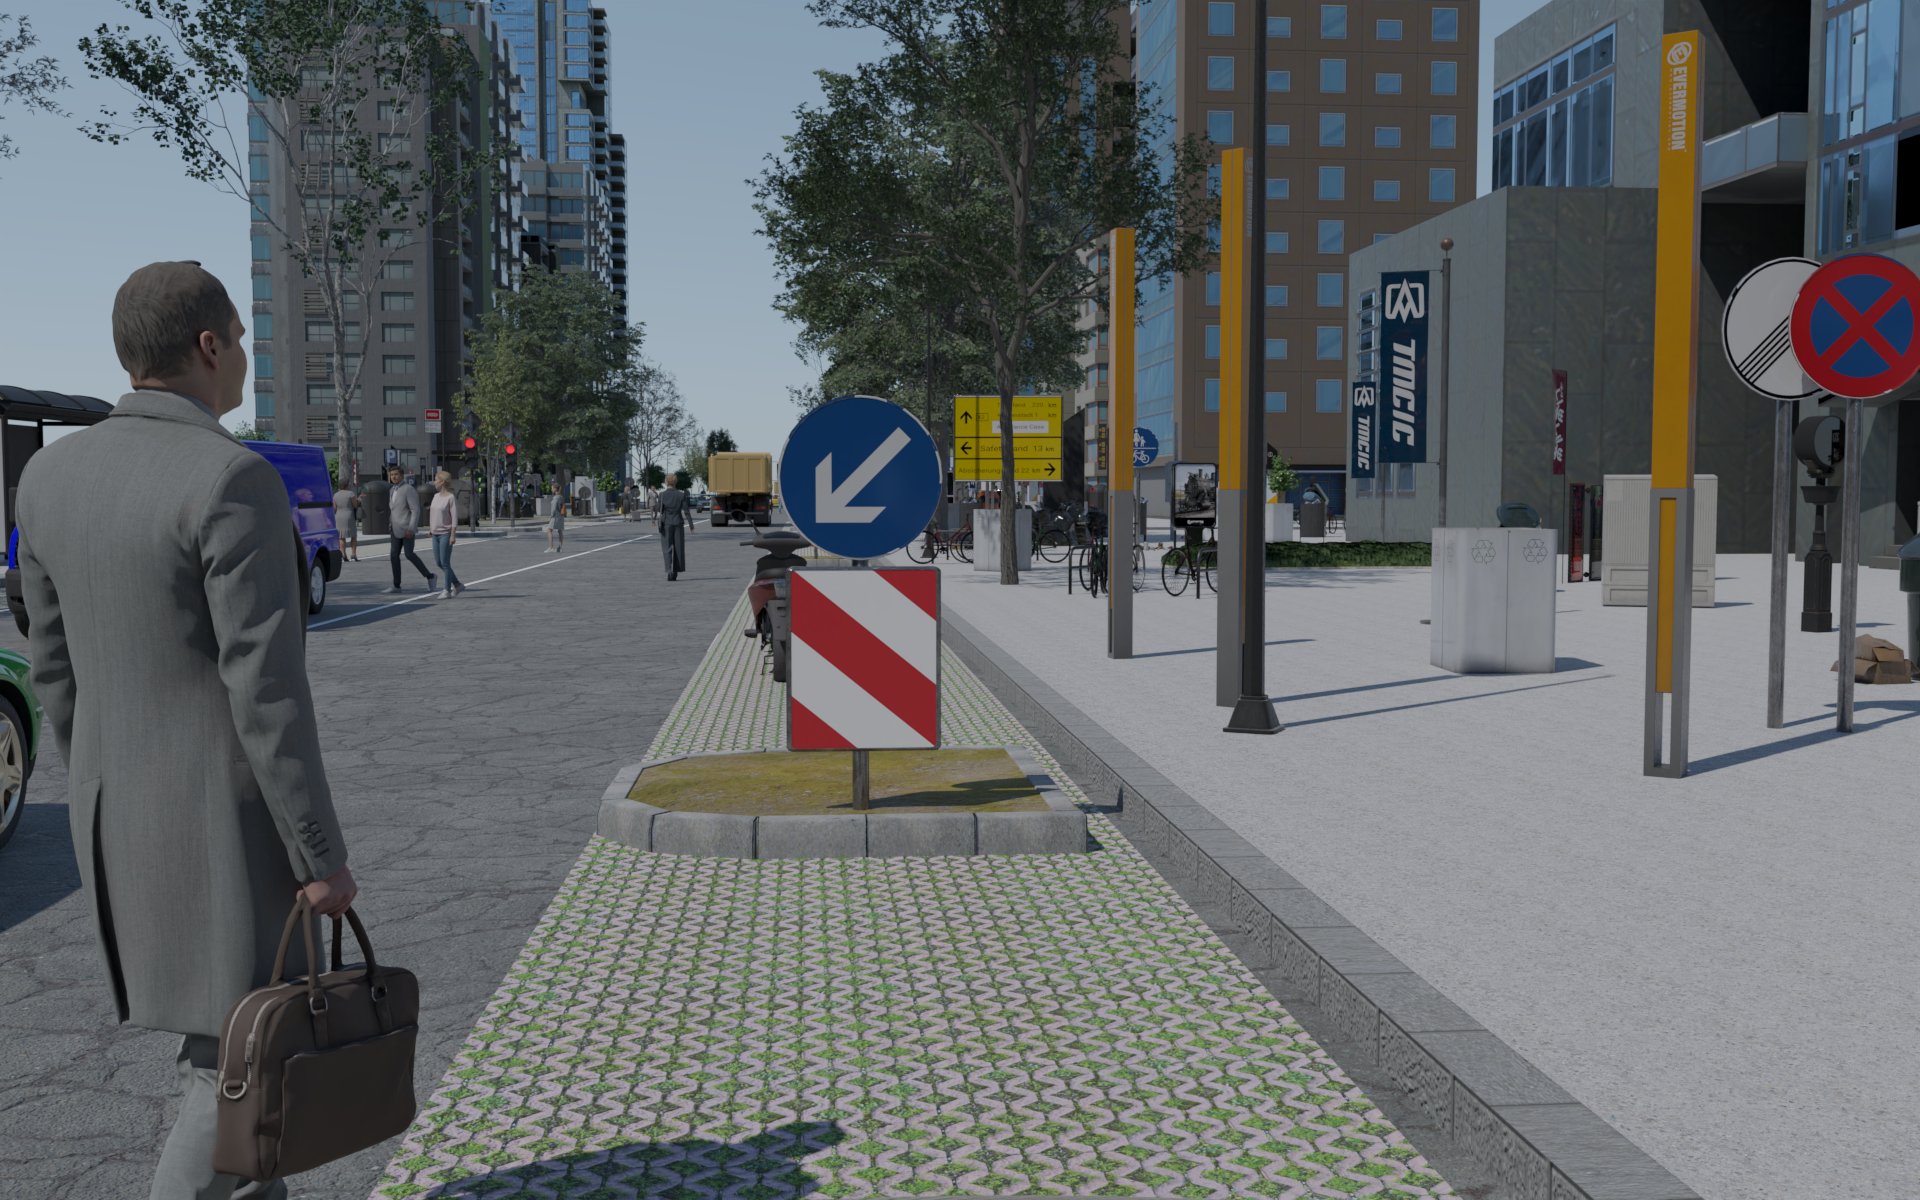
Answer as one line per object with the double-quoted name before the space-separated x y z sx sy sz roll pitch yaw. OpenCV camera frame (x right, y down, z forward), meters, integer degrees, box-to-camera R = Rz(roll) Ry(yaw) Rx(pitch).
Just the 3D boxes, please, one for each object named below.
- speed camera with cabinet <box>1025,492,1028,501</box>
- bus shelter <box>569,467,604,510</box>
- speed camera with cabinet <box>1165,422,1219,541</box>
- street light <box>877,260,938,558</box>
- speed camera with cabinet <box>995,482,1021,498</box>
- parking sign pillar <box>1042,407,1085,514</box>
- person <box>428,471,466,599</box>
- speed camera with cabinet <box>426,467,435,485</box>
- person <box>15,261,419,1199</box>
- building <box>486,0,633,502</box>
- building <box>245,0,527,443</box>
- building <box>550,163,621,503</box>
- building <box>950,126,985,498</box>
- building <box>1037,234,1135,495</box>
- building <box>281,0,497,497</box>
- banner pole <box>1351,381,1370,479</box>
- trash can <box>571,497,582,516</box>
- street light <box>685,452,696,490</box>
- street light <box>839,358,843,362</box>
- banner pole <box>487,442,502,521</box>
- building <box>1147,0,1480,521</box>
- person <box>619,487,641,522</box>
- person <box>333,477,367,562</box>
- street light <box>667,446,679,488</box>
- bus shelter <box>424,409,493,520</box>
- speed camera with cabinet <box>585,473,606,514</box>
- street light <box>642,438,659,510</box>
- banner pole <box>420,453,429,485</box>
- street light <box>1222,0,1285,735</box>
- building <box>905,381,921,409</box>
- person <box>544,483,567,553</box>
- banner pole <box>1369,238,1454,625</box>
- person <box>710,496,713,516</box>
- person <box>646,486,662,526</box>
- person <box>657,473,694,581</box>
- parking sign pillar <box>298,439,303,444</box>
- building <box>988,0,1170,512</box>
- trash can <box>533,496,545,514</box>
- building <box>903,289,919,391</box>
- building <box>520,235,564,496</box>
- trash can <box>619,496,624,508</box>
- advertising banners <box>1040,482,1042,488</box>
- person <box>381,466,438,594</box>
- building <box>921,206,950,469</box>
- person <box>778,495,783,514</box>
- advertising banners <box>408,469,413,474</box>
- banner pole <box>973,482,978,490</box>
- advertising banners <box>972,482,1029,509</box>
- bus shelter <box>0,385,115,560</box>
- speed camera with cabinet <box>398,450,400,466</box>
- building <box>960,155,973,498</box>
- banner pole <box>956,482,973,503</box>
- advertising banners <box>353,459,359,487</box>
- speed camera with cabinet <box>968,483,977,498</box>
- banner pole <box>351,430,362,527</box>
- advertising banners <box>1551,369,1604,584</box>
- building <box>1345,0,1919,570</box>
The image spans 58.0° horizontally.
"speed camera with cabinet" 4.438 -8.912 140.046 2.038 3.252 0.660 -1 4 -15
"bus shelter" -28.908 -8.592 134.409 2.014 3.302 5.546 0 4 -5
"speed camera with cabinet" 6.555 -3.252 47.504 0.660 3.252 2.038 -3 5 -39
"street light" -1.161 -3.793 34.564 1.470 5.913 1.316 0 4 -5
"speed camera with cabinet" 3.792 -8.669 136.077 2.038 3.252 0.660 2 4 27
"parking sign pillar" 3.227 -4.010 54.037 1.447 3.967 1.447 0 4 0
"person" -7.032 -0.891 23.735 0.731 1.740 0.598 2 4 30
"speed camera with cabinet" -38.654 -8.074 126.339 0.660 3.252 2.038 -1 4 -19
"person" -1.236 0.348 2.908 0.694 1.812 0.767 2 4 28
"building" -64.127 -59.140 279.604 22.319 86.520 31.000 0 4 -5
"building" -54.298 -33.510 167.493 23.786 49.044 30.456 0 4 -5
"building" -62.211 -38.564 250.125 23.786 49.044 30.456 0 4 -5
"building" 5.745 -31.502 198.655 14.154 41.232 14.086 0 4 -5
"building" 21.458 -17.478 130.808 27.650 21.520 28.899 0 4 -5
"building" -47.715 -28.282 146.002 14.154 41.232 14.086 0 4 -5
"banner pole" 8.038 -2.679 33.824 0.863 3.779 0.401 2 4 26
"trash can" -22.383 -5.470 101.083 0.748 1.137 0.748 0 3 0
"street light" -29.966 -13.463 192.666 1.470 5.913 1.316 0 4 -5
"street light" -3.501 -5.313 59.405 1.470 5.913 1.316 0 4 -5
"banner pole" -22.416 -5.714 83.433 0.401 3.779 0.863 3 5 44
"building" 16.959 -26.808 88.415 14.200 45.320 14.600 0 4 -5
"person" -16.813 -4.855 88.094 0.699 1.804 1.509 -2 4 -31
"person" -12.882 -1.704 36.714 0.716 1.782 0.532 1 4 10
"street light" -27.727 -11.924 167.497 1.470 5.913 1.316 0 4 -5
"bus shelter" -24.296 -6.515 84.148 2.179 5.291 8.768 0 4 -5
"speed camera with cabinet" -23.093 -7.049 109.579 0.660 3.252 2.038 1 4 11
"street light" -25.375 -10.378 142.215 1.470 5.913 1.316 0 4 -5
"banner pole" -32.294 -7.009 104.618 0.401 3.779 0.863 2 4 28
"street light" 1.054 -2.240 9.173 1.470 5.913 1.316 0 4 -5
"building" 5.907 -26.312 275.248 27.650 21.520 28.899 0 4 -5
"person" -9.888 -2.018 42.497 0.522 1.701 0.512 0 4 8
"banner pole" 4.539 -1.657 17.104 0.863 3.779 0.401 1 4 21
"person" -15.543 -5.864 108.628 0.306 1.304 0.590 -1 4 -15
"person" -13.913 -4.289 78.740 0.709 1.813 0.853 -3 4 -36
"person" -4.724 -1.207 28.650 0.576 1.772 0.534 -2 4 -34
"parking sign pillar" -32.178 -5.918 85.238 1.447 3.967 1.447 -1 4 -10
"building" 9.830 -30.914 155.559 14.600 45.320 14.200 0 4 -5
"trash can" -25.588 -5.730 105.346 0.748 1.137 0.748 0 3 0
"building" -2.864 -37.419 295.399 14.154 41.232 14.086 0 4 -5
"building" -51.851 -25.655 191.152 14.160 30.474 14.107 0 4 -5
"trash can" -24.626 -7.053 126.963 0.748 1.137 0.748 0 3 0
"advertising banners" 3.091 -4.762 74.054 0.090 3.025 2.074 -3 4 -37
"person" -8.019 -1.027 25.134 0.661 1.843 0.795 3 5 41
"building" 1.721 -36.758 251.108 14.600 45.320 14.200 0 4 -5
"person" -13.116 -7.160 126.405 0.643 1.720 0.563 -3 4 -37
"advertising banners" -39.365 -7.696 122.011 2.074 3.025 0.090 1 4 21
"banner pole" 0.764 -6.210 91.551 0.401 3.779 0.863 -3 5 -40
"advertising banners" 1.408 -3.722 57.040 2.074 3.025 0.090 1 4 18
"bus shelter" -17.860 -2.395 33.077 2.014 3.302 5.546 0 4 -5
"speed camera with cabinet" -25.219 -5.057 77.011 0.660 3.252 2.038 1 4 21
"building" 7.539 -32.654 184.002 14.600 45.320 14.200 0 4 -5
"banner pole" 0.005 -4.291 60.169 0.401 3.779 0.863 -1 4 -21
"advertising banners" -29.314 -5.453 85.341 2.074 3.025 0.090 3 4 37
"speed camera with cabinet" 1.384 -8.969 140.976 0.660 3.252 2.038 -2 4 -32
"banner pole" -23.711 -4.741 67.528 0.863 3.779 0.401 1 4 20
"advertising banners" 8.951 -1.766 25.062 0.090 3.025 2.074 3 5 41
"building" 22.963 -43.870 29.954 22.319 86.520 31.000 0 4 -5
